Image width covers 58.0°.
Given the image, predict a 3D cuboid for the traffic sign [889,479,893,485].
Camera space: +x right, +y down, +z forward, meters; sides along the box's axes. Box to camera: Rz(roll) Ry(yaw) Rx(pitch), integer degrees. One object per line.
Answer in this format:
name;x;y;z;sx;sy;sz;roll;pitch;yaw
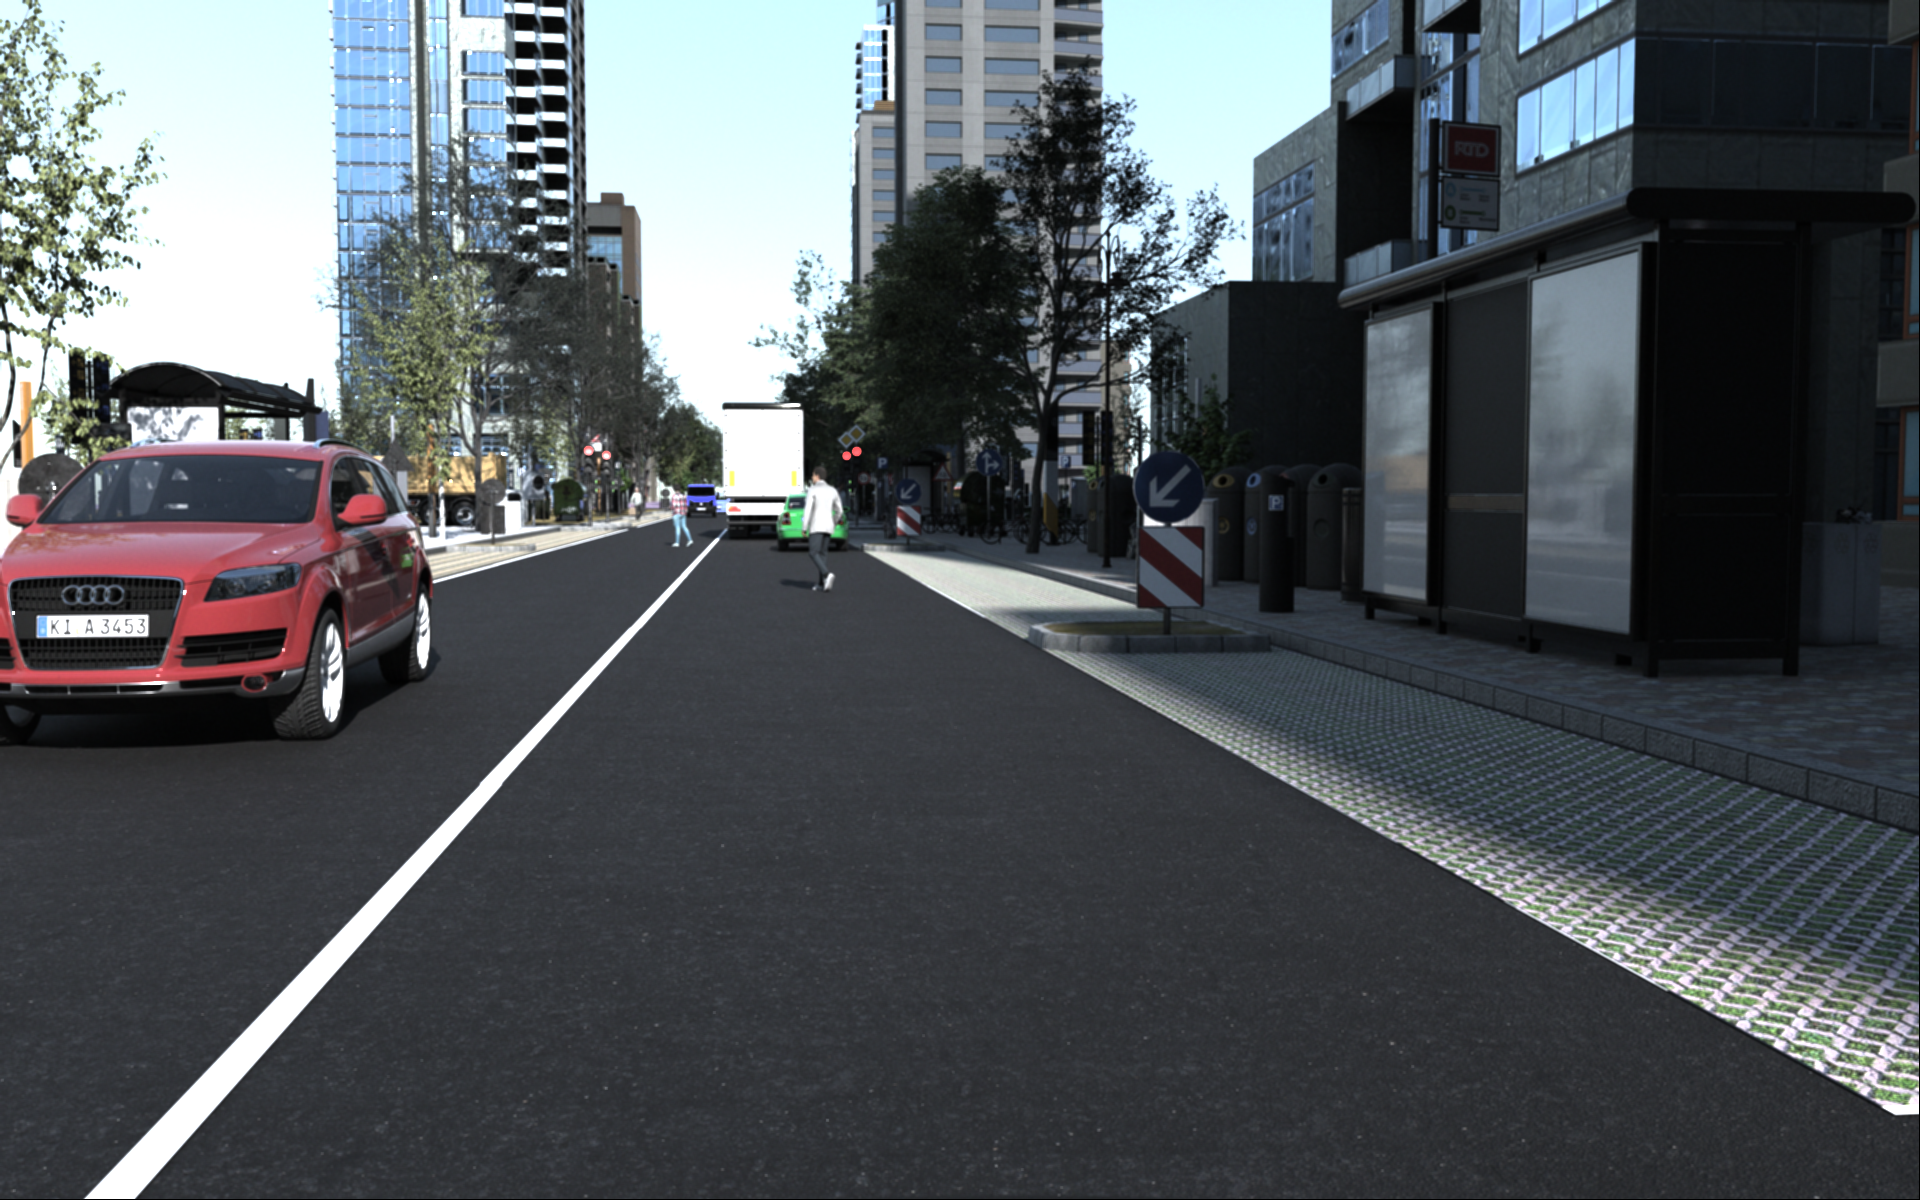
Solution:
traffic sign;-3.869;-6.362;104.015;0.884;2.594;0.081;0;4;-1

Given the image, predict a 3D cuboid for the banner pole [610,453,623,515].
banner pole;-22.610;-7.575;113.862;0.863;3.779;0.401;-2;4;-26

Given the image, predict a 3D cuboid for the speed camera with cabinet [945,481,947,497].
speed camera with cabinet;-1.844;-9.032;142.013;2.038;3.252;0.660;1;4;21

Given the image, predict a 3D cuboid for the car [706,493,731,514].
car;-17.678;-7.122;126.042;1.945;1.707;3.694;-1;4;-8

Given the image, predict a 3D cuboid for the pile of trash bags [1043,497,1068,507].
pile of trash bags;7.055;-7.090;125.674;1.912;1.369;3.447;-1;4;-20

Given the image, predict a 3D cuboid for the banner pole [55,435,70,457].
banner pole;-33.534;-4.577;64.859;0.401;3.779;0.863;1;4;15

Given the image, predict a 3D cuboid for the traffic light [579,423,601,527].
traffic light;-14.554;-4.845;68.143;0.839;4.253;0.868;0;4;-7

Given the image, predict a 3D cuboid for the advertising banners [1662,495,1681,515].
advertising banners;7.544;-1.378;18.712;0.090;3.025;2.074;0;4;-3

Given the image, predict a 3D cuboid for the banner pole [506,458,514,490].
banner pole;-31.408;-7.993;120.703;0.401;3.779;0.863;3;4;36

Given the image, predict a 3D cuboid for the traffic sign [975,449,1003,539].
traffic sign;0.819;-2.987;48.936;0.768;2.556;0.104;0;4;3

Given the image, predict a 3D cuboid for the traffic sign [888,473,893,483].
traffic sign;-3.966;-6.397;104.702;0.768;2.556;0.104;0;4;-1

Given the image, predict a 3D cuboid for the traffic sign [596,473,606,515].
traffic sign;-21.522;-6.358;104.052;0.768;2.556;0.104;0;4;1

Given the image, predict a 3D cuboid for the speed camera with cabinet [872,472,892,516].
speed camera with cabinet;-4.696;-6.590;102.079;0.660;3.252;2.038;-1;4;-15

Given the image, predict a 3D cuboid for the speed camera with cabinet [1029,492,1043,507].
speed camera with cabinet;5.598;-7.578;118.242;2.038;3.252;0.660;-1;4;-16

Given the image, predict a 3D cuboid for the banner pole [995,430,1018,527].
banner pole;1.865;-4.728;67.316;0.863;3.779;0.401;-2;4;-27

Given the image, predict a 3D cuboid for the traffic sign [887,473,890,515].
traffic sign;-4.359;-6.480;105.959;0.884;2.594;0.081;0;4;-2

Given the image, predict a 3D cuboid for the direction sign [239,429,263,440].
direction sign;-24.541;-4.161;60.033;0.876;3.537;0.379;1;4;12

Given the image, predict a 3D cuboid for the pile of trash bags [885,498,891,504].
pile of trash bags;-6.352;-8.112;142.387;3.447;1.369;1.912;0;4;-4

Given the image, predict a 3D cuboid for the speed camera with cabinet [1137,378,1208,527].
speed camera with cabinet;3.718;-2.199;30.283;0.660;3.252;2.038;-1;4;-15

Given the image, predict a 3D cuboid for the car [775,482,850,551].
car;-3.808;-2.196;44.700;1.959;1.807;4.718;0;4;-5

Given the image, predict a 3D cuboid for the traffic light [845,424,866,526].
traffic light;-4.164;-4.920;69.360;0.839;4.253;0.868;0;4;-7

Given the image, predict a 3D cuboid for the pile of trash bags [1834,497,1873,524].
pile of trash bags;16.093;-1.225;29.776;1.912;1.369;3.447;3;5;41

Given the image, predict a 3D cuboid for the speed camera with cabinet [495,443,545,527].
speed camera with cabinet;-17.002;-4.441;66.944;0.660;3.252;2.038;2;4;34

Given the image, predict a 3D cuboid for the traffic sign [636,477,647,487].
traffic sign;-23.275;-7.735;126.565;0.768;2.556;0.104;0;4;2

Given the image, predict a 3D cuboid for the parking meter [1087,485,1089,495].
parking meter;7.519;-5.950;102.989;0.255;1.863;0.399;-2;4;-34

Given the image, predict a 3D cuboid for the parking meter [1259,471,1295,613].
parking meter;3.451;-0.638;18.839;0.372;1.533;0.369;0;3;0

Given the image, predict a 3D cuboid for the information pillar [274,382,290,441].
information pillar;-14.272;-2.762;36.521;0.504;3.616;0.183;3;5;39

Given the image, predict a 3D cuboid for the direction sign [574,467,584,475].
direction sign;-31.319;-9.196;142.345;0.876;3.537;0.379;1;4;9

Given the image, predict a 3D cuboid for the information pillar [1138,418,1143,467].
information pillar;5.578;-3.811;53.661;0.183;3.616;0.504;1;4;14

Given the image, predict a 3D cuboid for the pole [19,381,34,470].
pole;-16.868;-2.294;31.354;0.158;3.312;0.155;0;3;0

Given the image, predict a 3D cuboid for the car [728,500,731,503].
car;-24.590;-10.719;187.843;1.945;1.354;3.894;0;4;-5

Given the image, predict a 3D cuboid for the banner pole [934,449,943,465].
banner pole;-1.043;-6.576;97.527;0.401;3.779;0.863;-1;4;-13

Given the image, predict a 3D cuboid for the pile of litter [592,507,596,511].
pile of litter;-28.021;-7.405;135.042;1.719;0.858;1.176;0;4;-7

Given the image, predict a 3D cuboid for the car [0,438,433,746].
car;-4.896;-0.181;11.634;2.281;1.827;5.304;0;4;-8

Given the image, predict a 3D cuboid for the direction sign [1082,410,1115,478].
direction sign;3.742;-3.371;47.110;0.876;3.537;0.379;-1;4;-18

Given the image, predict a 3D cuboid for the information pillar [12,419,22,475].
information pillar;-29.501;-3.857;54.409;0.183;3.616;0.504;1;4;22

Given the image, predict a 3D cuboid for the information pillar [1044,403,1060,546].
information pillar;2.271;-3.162;43.052;0.183;3.616;0.504;3;5;42

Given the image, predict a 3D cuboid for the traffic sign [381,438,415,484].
traffic sign;-13.195;-2.478;40.519;0.884;2.594;0.081;0;4;-4

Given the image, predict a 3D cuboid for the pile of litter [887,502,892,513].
pile of litter;-4.495;-6.234;115.891;1.176;0.858;1.719;0;4;1

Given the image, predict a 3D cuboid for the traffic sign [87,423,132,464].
traffic sign;-12.210;-1.394;24.915;0.606;2.300;0.079;0;4;-6

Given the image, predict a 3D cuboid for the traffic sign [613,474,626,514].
traffic sign;-21.749;-6.748;110.332;0.884;2.594;0.081;0;4;-6

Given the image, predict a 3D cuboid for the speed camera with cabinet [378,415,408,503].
speed camera with cabinet;-14.936;-3.004;43.450;2.038;3.252;0.660;1;4;10

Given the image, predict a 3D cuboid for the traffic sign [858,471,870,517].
traffic sign;-5.376;-5.911;96.746;0.768;2.556;0.104;0;4;2

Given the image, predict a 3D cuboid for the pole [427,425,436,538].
pole;-15.517;-3.488;50.865;0.158;3.312;0.155;0;3;0

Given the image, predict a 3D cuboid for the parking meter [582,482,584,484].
parking meter;-18.258;-4.728;83.019;0.399;1.863;0.255;1;4;13

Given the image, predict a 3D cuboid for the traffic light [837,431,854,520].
traffic light;-5.084;-5.405;77.292;0.839;4.253;0.868;0;4;-7

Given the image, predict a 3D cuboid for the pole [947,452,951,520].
pole;-0.539;-5.522;84.131;0.158;3.312;0.155;0;3;0

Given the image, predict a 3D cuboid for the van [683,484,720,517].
van;-16.131;-6.336;107.981;2.240;2.365;5.245;-1;4;-8

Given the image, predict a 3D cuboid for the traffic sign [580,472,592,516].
traffic sign;-21.391;-6.054;99.097;0.768;2.556;0.104;0;4;0

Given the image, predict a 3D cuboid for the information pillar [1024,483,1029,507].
information pillar;4.507;-6.866;116.758;0.304;2.012;0.304;1;4;8

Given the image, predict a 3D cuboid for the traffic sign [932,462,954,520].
traffic sign;-0.697;-4.278;69.952;0.884;2.594;0.081;0;4;2

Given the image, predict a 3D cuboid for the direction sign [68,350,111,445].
direction sign;-13.842;-2.179;27.624;0.379;3.537;0.876;1;4;13

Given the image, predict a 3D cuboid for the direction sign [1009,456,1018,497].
direction sign;3.071;-6.823;103.552;0.876;3.537;0.379;-2;4;-28

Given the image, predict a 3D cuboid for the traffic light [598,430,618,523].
traffic light;-15.474;-5.331;76.075;0.839;4.253;0.868;0;4;-7

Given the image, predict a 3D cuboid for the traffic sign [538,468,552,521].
traffic sign;-20.097;-5.109;83.636;0.768;2.556;0.104;0;4;1

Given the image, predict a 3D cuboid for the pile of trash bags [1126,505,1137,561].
pile of trash bags;4.945;-1.470;33.784;3.447;1.369;1.912;1;4;8
